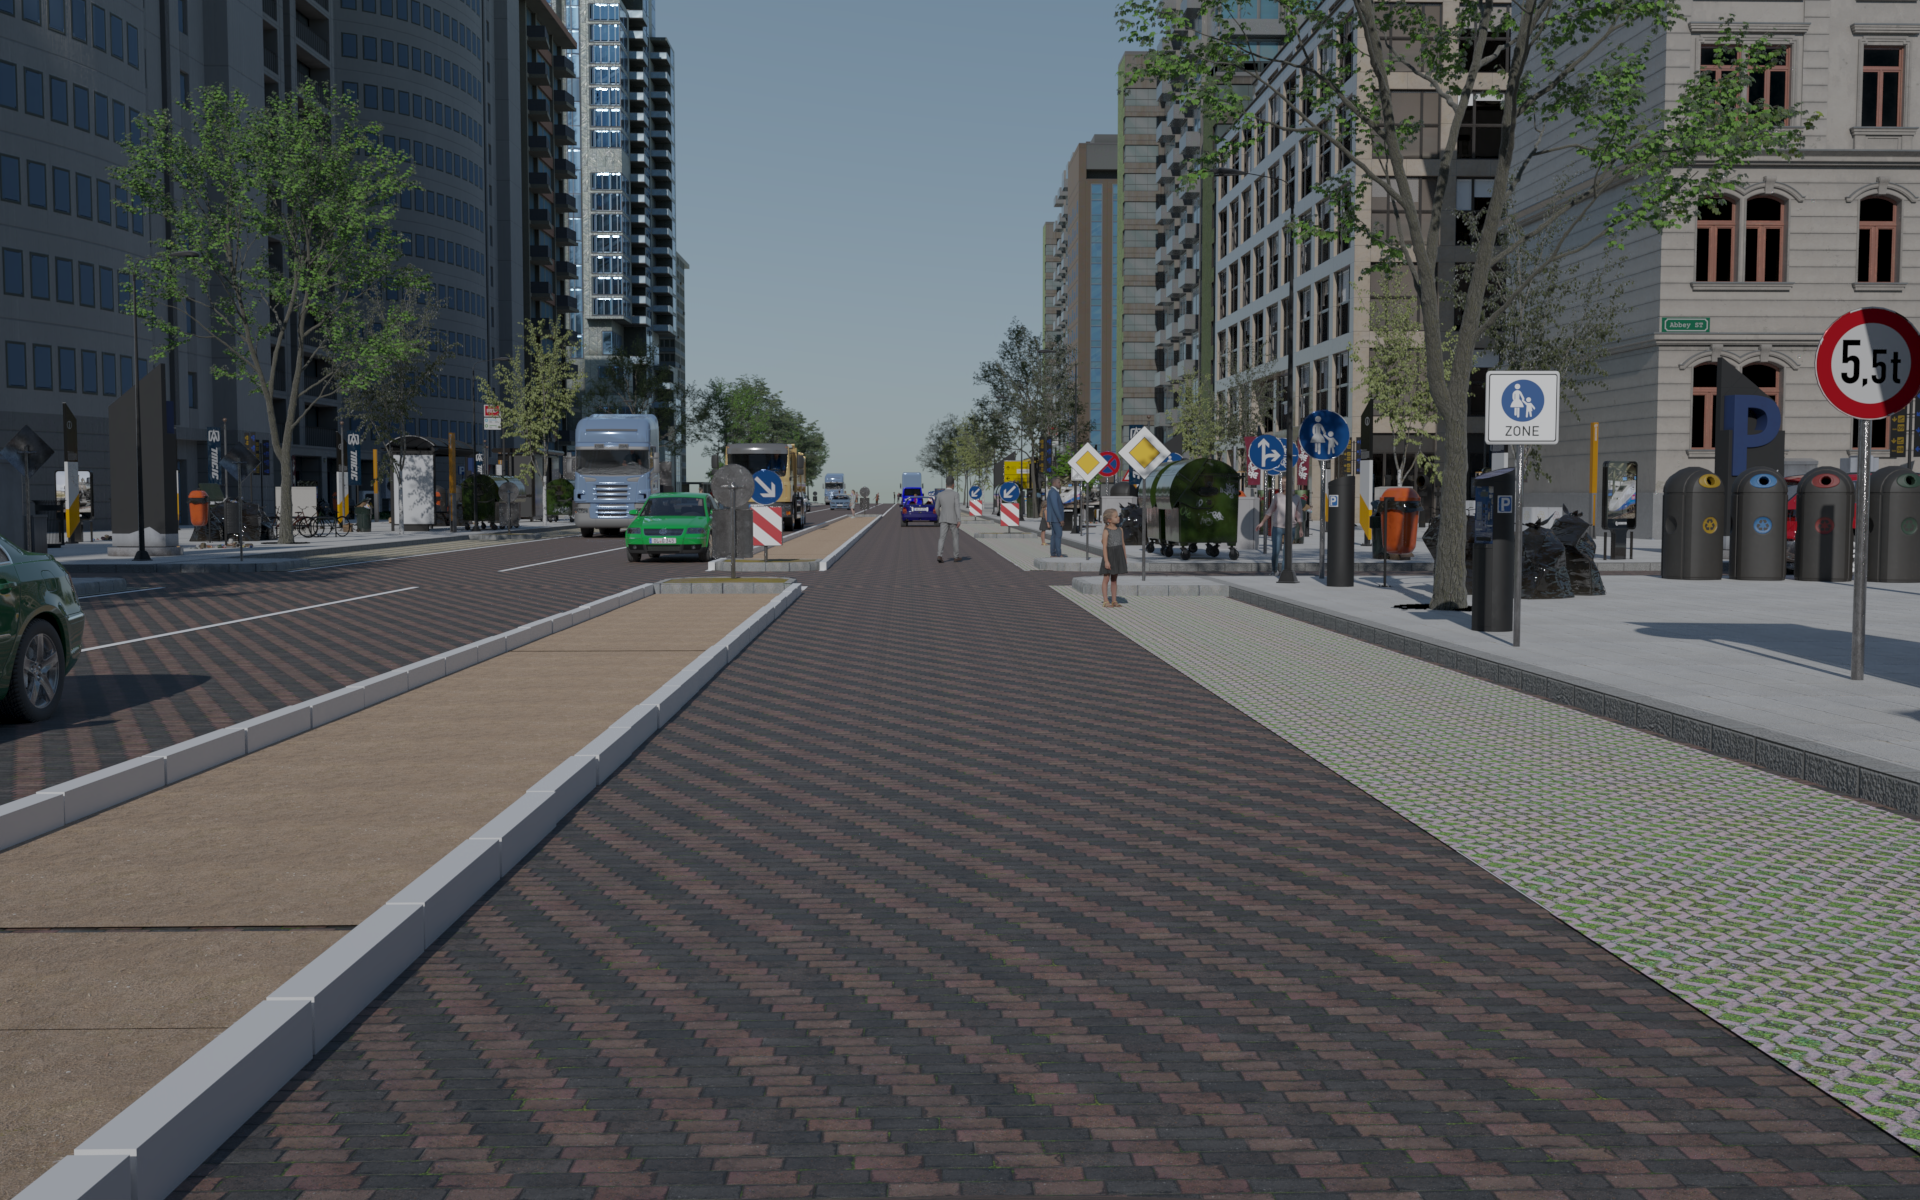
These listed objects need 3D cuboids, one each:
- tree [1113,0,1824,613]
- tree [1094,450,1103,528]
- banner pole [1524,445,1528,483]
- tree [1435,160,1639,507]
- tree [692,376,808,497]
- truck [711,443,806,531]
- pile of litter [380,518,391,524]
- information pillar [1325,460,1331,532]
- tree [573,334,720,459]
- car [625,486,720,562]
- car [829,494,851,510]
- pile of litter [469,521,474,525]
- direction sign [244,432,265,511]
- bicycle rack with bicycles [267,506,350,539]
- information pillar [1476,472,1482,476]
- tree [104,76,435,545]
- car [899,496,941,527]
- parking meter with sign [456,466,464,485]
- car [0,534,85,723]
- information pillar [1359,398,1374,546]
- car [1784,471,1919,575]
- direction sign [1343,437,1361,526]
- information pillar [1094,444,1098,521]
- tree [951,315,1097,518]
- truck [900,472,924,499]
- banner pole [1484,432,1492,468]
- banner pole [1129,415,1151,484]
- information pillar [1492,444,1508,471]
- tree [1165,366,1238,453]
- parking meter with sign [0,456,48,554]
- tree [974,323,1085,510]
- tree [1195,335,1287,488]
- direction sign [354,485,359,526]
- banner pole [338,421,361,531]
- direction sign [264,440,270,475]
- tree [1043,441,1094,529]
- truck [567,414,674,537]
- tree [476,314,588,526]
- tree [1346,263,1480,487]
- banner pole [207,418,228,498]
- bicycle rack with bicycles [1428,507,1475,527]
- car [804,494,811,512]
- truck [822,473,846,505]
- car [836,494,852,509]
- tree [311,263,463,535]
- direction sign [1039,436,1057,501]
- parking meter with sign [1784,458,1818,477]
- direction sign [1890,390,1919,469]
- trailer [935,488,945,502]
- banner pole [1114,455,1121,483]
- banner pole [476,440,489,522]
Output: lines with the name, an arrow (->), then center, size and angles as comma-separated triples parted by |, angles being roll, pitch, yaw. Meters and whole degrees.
tree -> 5.344, -5.687, 18.742 | 9.928, 11.665, 9.643 | 0, 3, 0
tree -> 4.666, -4.410, 66.701 | 1.663, 3.219, 1.824 | 0, 3, 0
banner pole -> 14.968, -3.422, 45.964 | 0.401, 3.779, 0.863 | 2, 4, 32
tree -> 12.612, -5.375, 38.241 | 4.360, 8.622, 3.978 | 0, 3, 0
tree -> -20.326, -13.926, 153.451 | 9.928, 11.665, 9.643 | 0, 3, 0
truck -> -7.676, -4.442, 68.554 | 3.469, 3.379, 9.791 | 0, 4, -1
pile of litter -> -24.537, -3.790, 75.931 | 1.719, 0.858, 1.176 | -1, 4, -13
information pillar -> 12.292, -4.073, 57.942 | 0.183, 3.616, 0.504 | 2, 4, 28
tree -> -18.149, -10.155, 100.447 | 8.767, 10.594, 7.601 | -1, 4, -11
car -> -6.146, -1.779, 37.881 | 1.959, 1.807, 4.718 | 0, 4, -1
car -> -10.682, -8.748, 155.025 | 2.014, 1.417, 4.499 | 0, 4, -1
pile of litter -> -21.073, -3.604, 72.896 | 1.719, 0.858, 1.176 | 3, 5, 42
direction sign -> -26.049, -4.382, 63.637 | 0.876, 3.537, 0.379 | 3, 5, 44
bicycle rack with bicycles -> -19.492, -2.316, 51.251 | 2.925, 0.926, 2.852 | -3, 5, -42
information pillar -> 17.416, -3.264, 57.866 | 0.304, 2.012, 0.304 | 0, 4, -6
tree -> -17.358, -7.237, 44.087 | 9.928, 11.665, 9.643 | 0, 3, 0
car -> -1.743, -3.937, 76.958 | 1.945, 1.354, 3.894 | 0, 4, 0
parking meter with sign -> -30.931, -6.761, 106.810 | 0.543, 3.016, 1.738 | 0, 4, 3
car -> -6.607, 0.140, 9.508 | 2.131, 1.459, 4.920 | 0, 4, -3
information pillar -> 10.002, -3.135, 42.606 | 0.183, 3.616, 0.504 | -1, 4, -16
car -> 16.227, -1.294, 29.834 | 5.304, 1.827, 2.281 | 0, 4, -1
direction sign -> 15.646, -4.702, 68.868 | 0.876, 3.537, 0.379 | 3, 4, 36
information pillar -> 6.335, -5.511, 81.465 | 0.183, 3.616, 0.504 | -1, 4, -14
tree -> 3.651, -9.575, 90.957 | 7.601, 10.594, 8.767 | 0, 4, 3
truck -> -5.783, -13.391, 208.698 | 2.967, 4.110, 18.799 | 0, 4, -2
banner pole -> 21.171, -4.838, 69.124 | 0.863, 3.779, 0.401 | 1, 4, 21
banner pole -> 5.734, -3.963, 54.813 | 0.863, 3.779, 0.401 | 1, 4, 12
information pillar -> 10.919, -2.670, 35.011 | 0.183, 3.616, 0.504 | -1, 4, -13
tree -> 13.567, -9.086, 98.920 | 4.737, 8.622, 4.395 | 0, 3, 0
parking meter with sign -> -19.101, -2.342, 34.553 | 0.543, 3.016, 1.738 | 1, 4, 19
tree -> 3.503, -7.553, 73.857 | 4.360, 8.622, 3.978 | 0, 3, 0
tree -> 12.966, -7.897, 79.476 | 4.360, 8.622, 3.978 | 0, 3, 0
direction sign -> -24.326, -4.768, 69.947 | 0.379, 3.537, 0.876 | 0, 4, -6
banner pole -> -21.084, -4.271, 59.840 | 0.863, 3.779, 0.401 | -3, 4, -38
direction sign -> -29.092, -4.903, 72.161 | 0.379, 3.537, 0.876 | 2, 4, 23
tree -> 3.783, -4.156, 62.555 | 1.663, 3.219, 1.824 | 0, 3, 0
truck -> -11.688, -4.553, 64.195 | 2.967, 4.110, 18.799 | 0, 4, -3
tree -> -17.141, -7.341, 70.382 | 4.737, 8.622, 4.395 | 0, 3, 0
tree -> 14.129, -6.403, 55.044 | 4.737, 8.622, 4.395 | 0, 3, 0
banner pole -> -24.331, -4.092, 56.921 | 0.401, 3.779, 0.863 | 3, 4, 38
bicycle rack with bicycles -> 14.432, -2.137, 48.322 | 2.852, 0.926, 2.925 | 0, 4, 6
car -> -12.946, -7.872, 138.490 | 2.009, 1.686, 4.222 | 0, 4, 0
truck -> -16.284, -14.742, 230.784 | 2.967, 4.110, 18.799 | 0, 4, -1
car -> -11.226, -9.702, 168.851 | 2.015, 1.641, 3.980 | 0, 4, -2
tree -> -17.909, -6.369, 54.498 | 4.360, 8.622, 3.978 | 0, 3, 0
direction sign -> 3.365, -4.666, 68.283 | 0.379, 3.537, 0.876 | -2, 4, -30
parking meter with sign -> 17.740, -2.470, 36.650 | 1.738, 3.016, 0.543 | 0, 4, 6
direction sign -> 20.113, -2.734, 36.704 | 0.379, 3.537, 0.876 | -2, 4, -28
trailer -> -2.049, -10.216, 174.074 | 1.471, 1.999, 3.904 | 0, 4, -3
banner pole -> 9.929, -7.274, 108.946 | 0.863, 3.779, 0.401 | -3, 5, -44
banner pole -> -21.934, -5.498, 79.901 | 0.401, 3.779, 0.863 | 0, 4, -3
